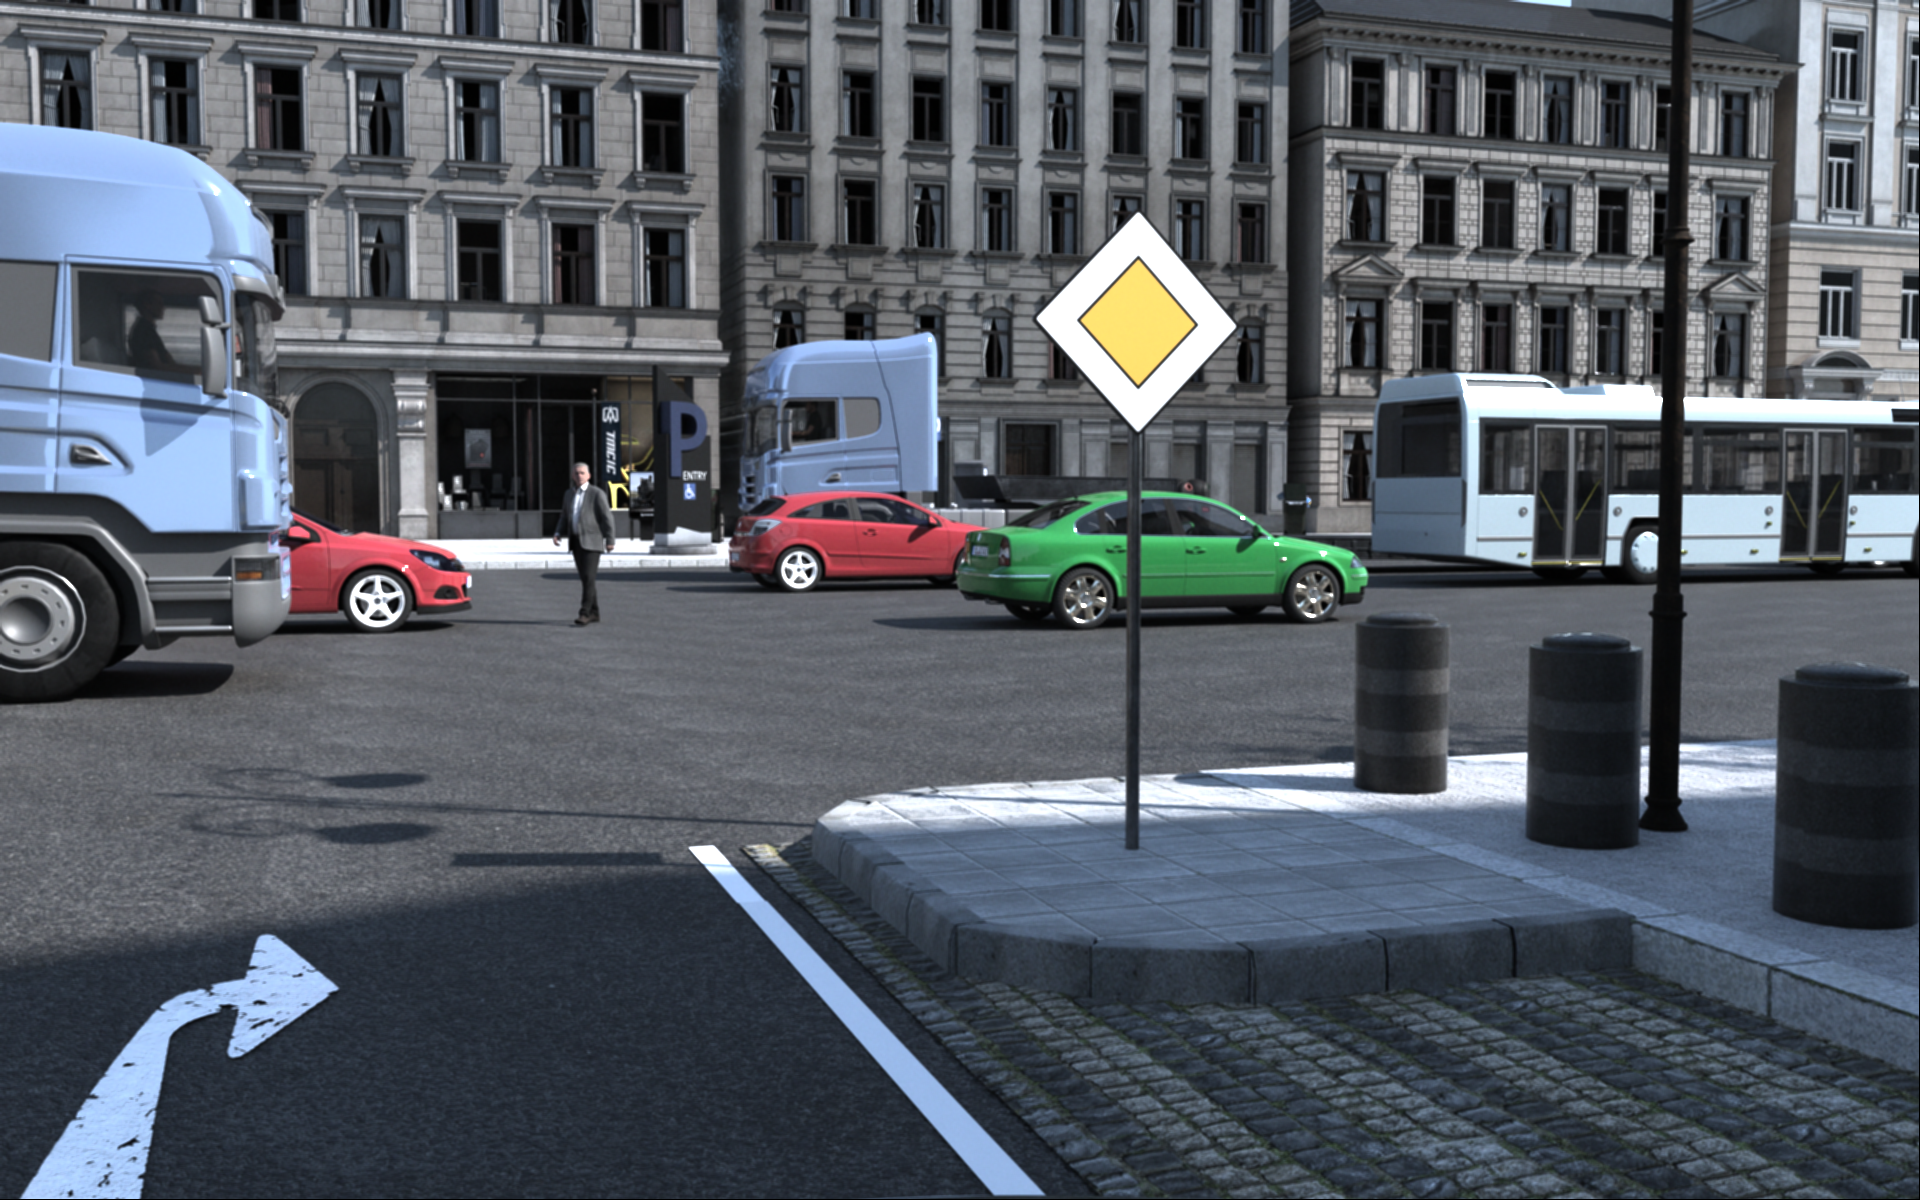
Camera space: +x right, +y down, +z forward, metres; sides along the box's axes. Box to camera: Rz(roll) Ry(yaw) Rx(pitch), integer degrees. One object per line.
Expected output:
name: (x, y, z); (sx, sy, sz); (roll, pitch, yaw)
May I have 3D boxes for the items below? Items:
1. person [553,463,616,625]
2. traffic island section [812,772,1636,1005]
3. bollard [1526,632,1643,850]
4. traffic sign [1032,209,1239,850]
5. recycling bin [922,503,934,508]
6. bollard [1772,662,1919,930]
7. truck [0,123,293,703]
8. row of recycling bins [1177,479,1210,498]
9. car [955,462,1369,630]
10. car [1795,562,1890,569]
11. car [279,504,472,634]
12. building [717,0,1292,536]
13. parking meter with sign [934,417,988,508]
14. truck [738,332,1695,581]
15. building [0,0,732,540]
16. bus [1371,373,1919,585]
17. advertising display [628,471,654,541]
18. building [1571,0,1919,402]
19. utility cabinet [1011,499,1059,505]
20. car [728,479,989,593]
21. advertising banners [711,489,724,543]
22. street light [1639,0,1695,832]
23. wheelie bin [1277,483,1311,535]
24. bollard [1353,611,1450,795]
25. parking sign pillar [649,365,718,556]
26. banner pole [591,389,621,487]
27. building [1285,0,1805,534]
person: (-4.152, -0.619, 19.012); (0.661, 1.777, 0.834); (1, 4, 13)
traffic island section: (0.640, 0.978, 6.288); (2.009, 0.180, 2.903); (-1, 4, -18)
bollard: (2.312, 0.508, 6.417); (0.404, 0.777, 0.398); (0, 3, 0)
traffic sign: (0.620, -0.157, 6.204); (0.795, 2.450, 0.064); (-1, 4, -18)
recycling bin: (-1.999, -4.965, 93.730); (0.722, 1.027, 0.722); (-3, 4, -37)
bollard: (2.701, 0.578, 5.271); (0.404, 0.777, 0.398); (0, 3, 0)
truck: (-13.417, -1.271, 10.541); (18.799, 4.110, 2.967); (-1, 4, -19)
row of recycling bins: (5.635, -2.413, 46.564); (1.069, 1.692, 3.534); (2, 4, 35)
car: (2.327, -0.651, 19.441); (4.718, 1.807, 1.959); (-1, 4, -18)
car: (18.894, -1.586, 34.606); (5.304, 1.827, 2.281); (-1, 4, -18)
car: (-7.468, -0.559, 18.186); (4.494, 1.783, 2.155); (-1, 4, -17)
building: (0.705, -12.725, 57.201); (18.267, 20.994, 9.793); (-1, 4, -18)
parking meter with sign: (0.250, -2.597, 38.724); (1.738, 3.016, 0.543); (1, 4, 15)
truck: (4.769, -2.548, 31.418); (18.799, 4.110, 2.967); (-1, 4, -17)
building: (-27.100, -12.039, 47.749); (40.483, 20.767, 10.553); (-1, 4, -18)
bus: (13.404, -2.111, 29.370); (13.247, 3.499, 2.948); (-1, 4, -19)
advertising display: (-8.619, -2.595, 47.648); (0.974, 1.923, 0.123); (0, 4, 2)
building: (36.790, -17.398, 70.363); (20.117, 28.700, 13.634); (-1, 4, -18)
utility cabinet: (1.758, -1.868, 39.219); (1.173, 1.500, 0.318); (1, 4, 20)
car: (-1.255, -1.059, 26.352); (4.494, 1.783, 2.155); (-1, 4, -19)
advertising banners: (-6.940, -3.031, 45.746); (2.074, 3.025, 0.090); (3, 5, 44)
street light: (2.701, -2.061, 6.480); (0.468, 5.910, 1.993); (-1, 4, -18)
wheelie bin: (9.771, -2.622, 50.773); (0.980, 1.594, 0.693); (0, 4, 5)
bollard: (1.929, 0.437, 7.567); (0.404, 0.777, 0.398); (0, 3, 0)
parking sign pillar: (-5.884, -2.951, 36.718); (1.447, 3.967, 1.447); (3, 4, 36)
banner pole: (-8.477, -3.137, 41.315); (0.863, 3.779, 0.401); (-1, 4, -21)
building: (18.660, -12.118, 62.761); (19.286, 19.102, 10.561); (-1, 4, -18)
